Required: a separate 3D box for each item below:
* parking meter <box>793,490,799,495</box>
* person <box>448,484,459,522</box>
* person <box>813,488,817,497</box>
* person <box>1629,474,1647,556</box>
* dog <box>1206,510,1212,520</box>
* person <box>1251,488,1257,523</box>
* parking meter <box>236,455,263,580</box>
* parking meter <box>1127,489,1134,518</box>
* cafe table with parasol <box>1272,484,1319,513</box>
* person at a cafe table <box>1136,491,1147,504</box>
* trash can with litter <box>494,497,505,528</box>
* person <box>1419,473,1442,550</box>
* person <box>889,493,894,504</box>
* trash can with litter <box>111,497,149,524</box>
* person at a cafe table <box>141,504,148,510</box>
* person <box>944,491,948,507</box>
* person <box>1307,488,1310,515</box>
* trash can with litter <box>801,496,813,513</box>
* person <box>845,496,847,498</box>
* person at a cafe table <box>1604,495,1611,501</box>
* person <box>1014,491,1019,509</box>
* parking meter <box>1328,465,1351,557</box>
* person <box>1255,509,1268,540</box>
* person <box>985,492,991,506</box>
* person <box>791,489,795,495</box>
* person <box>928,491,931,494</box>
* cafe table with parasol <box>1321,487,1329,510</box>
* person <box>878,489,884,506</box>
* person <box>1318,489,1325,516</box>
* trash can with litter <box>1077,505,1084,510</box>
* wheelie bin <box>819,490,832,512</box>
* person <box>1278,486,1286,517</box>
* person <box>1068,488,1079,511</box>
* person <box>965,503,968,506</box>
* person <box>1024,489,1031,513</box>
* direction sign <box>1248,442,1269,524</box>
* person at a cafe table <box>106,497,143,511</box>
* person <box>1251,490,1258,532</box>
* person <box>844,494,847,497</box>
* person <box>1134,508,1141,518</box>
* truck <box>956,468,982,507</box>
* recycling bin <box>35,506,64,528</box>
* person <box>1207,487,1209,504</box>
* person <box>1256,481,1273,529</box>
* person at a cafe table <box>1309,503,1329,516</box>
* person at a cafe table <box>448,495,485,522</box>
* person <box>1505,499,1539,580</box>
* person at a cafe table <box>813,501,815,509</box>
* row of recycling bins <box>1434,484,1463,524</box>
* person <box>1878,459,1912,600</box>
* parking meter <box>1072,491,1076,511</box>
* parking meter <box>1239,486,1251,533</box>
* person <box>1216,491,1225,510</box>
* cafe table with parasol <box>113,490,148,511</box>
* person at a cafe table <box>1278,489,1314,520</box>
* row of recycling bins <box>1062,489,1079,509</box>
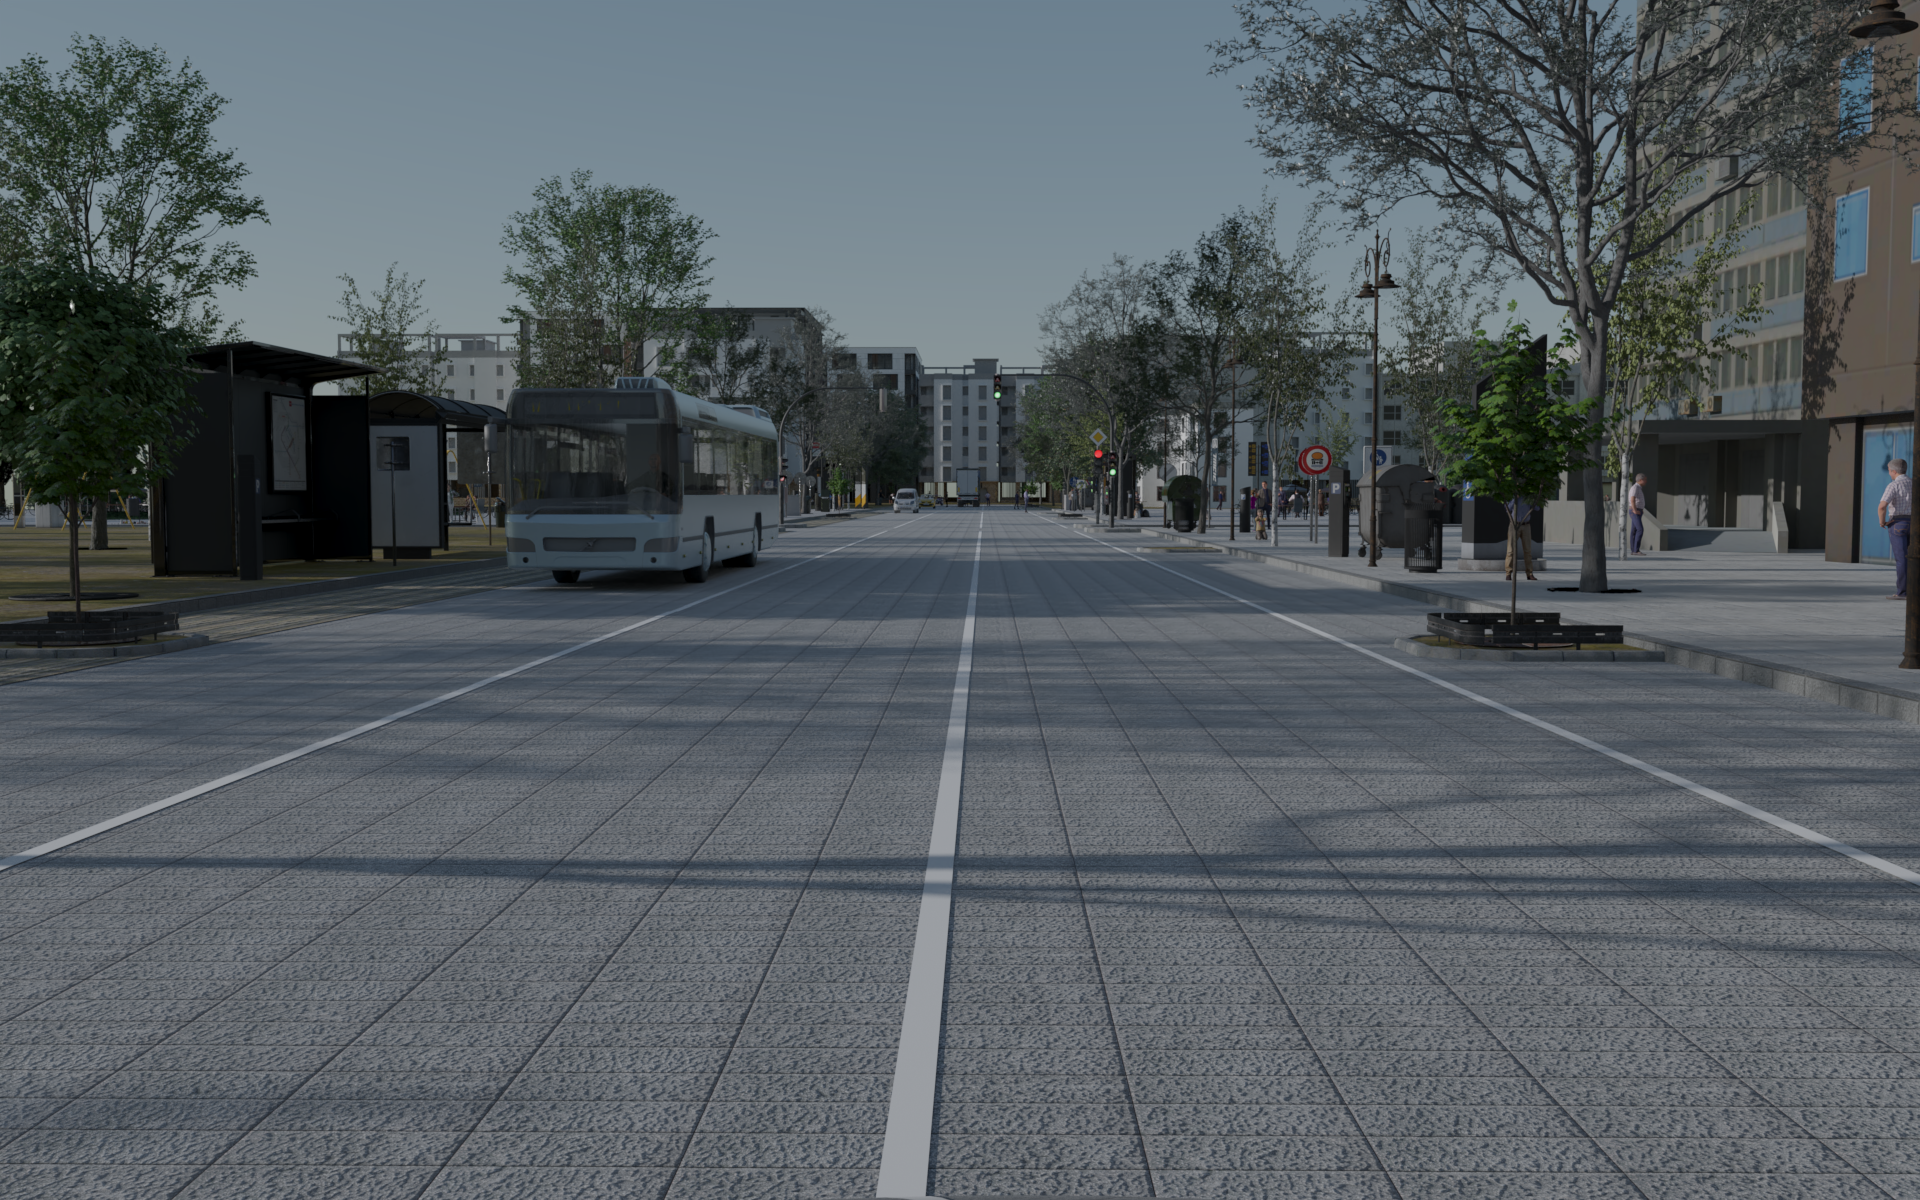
[{"bbox_3d":[-10.449,-6.224,110.170,0.372,1.533,0.369,0,3,0],"label":"parking meter"},{"bbox_3d":[-22.270,-4.201,75.452,0.841,1.734,0.376,0,4,8],"label":"person"},{"bbox_3d":[-13.889,-9.895,167.451,0.705,1.869,1.348,1,4,19],"label":"person"},{"bbox_3d":[14.260,-1.796,36.339,0.436,1.711,0.756,3,4,36],"label":"person"},{"bbox_3d":[12.258,-4.371,85.852,0.513,0.831,0.800,-2,4,-32],"label":"dog"},{"bbox_3d":[12.911,-4.132,75.821,0.429,1.552,0.499,2,4,24],"label":"person"},{"bbox_3d":[-10.601,-1.232,25.859,0.255,1.863,0.399,0,4,-7],"label":"parking meter"},{"bbox_3d":[8.970,-5.058,91.109,0.372,1.533,0.369,0,3,0],"label":"parking meter"},{"bbox_3d":[22.797,-6.990,119.149,2.610,1.966,2.610,2,4,35],"label":"cafe table with parasol"},{"bbox_3d":[13.420,-7.568,132.257,1.698,1.524,1.622,1,4,13],"label":"person at a cafe table"},{"bbox_3d":[-17.183,-3.332,65.873,1.055,1.170,0.624,-1,4,-15],"label":"trash can with litter"},{"bbox_3d":[10.743,-2.025,39.606,0.568,1.767,0.683,0,4,-2],"label":"person"},{"bbox_3d":[-8.767,-13.129,223.894,0.799,1.438,0.628,-1,4,-21],"label":"person"},{"bbox_3d":[-35.206,-3.884,74.559,2.233,1.210,1.678,-1,4,-15],"label":"trash can with litter"},{"bbox_3d":[-44.641,-5.377,96.428,1.622,1.524,1.698,0,4,8],"label":"person at a cafe table"},{"bbox_3d":[-1.509,-10.909,187.578,0.721,1.735,1.217,-1,4,-12],"label":"person"},{"bbox_3d":[21.085,-5.961,104.223,0.376,1.734,0.841,1,4,20],"label":"person"},{"bbox_3d":[-10.098,-6.262,113.777,0.624,1.170,1.055,1,4,17],"label":"trash can with litter"},{"bbox_3d":[-10.987,-9.286,157.870,1.348,1.824,0.705,0,4,-4],"label":"person"},{"bbox_3d":[49.468,-7.516,133.742,1.726,1.238,1.698,1,4,21],"label":"person at a cafe table"},{"bbox_3d":[5.355,-9.345,162.205,0.530,1.710,0.541,-1,4,-17],"label":"person"},{"bbox_3d":[7.728,-1.807,35.253,0.255,1.863,0.399,-3,5,-45],"label":"parking meter"},{"bbox_3d":[8.443,-2.112,48.502,0.347,0.859,0.695,0,4,3],"label":"person"},{"bbox_3d":[3.274,-11.897,203.955,0.756,1.711,0.436,0,3,0],"label":"person"},{"bbox_3d":[-14.957,-9.195,157.176,0.721,1.735,1.217,3,4,36],"label":"person"},{"bbox_3d":[-3.612,-11.851,202.288,1.348,1.821,0.705,2,4,24],"label":"person"},{"bbox_3d":[29.005,-7.946,134.790,2.610,1.966,2.610,0,4,2],"label":"cafe table with parasol"},{"bbox_3d":[-8.743,-11.336,191.403,0.705,1.822,1.348,2,4,28],"label":"person"},{"bbox_3d":[20.657,-5.553,99.096,0.482,1.546,0.388,3,5,43],"label":"person"},{"bbox_3d":[9.560,-7.796,138.856,1.055,1.170,0.624,0,4,7],"label":"trash can with litter"},{"bbox_3d":[-9.550,-7.032,122.887,0.980,1.594,0.693,0,4,5],"label":"wheelie bin"},{"bbox_3d":[17.580,-5.372,94.794,0.530,1.710,0.541,-3,5,-41],"label":"person"},{"bbox_3d":[8.737,-7.718,132.760,0.750,1.759,0.617,-2,4,-24],"label":"person"},{"bbox_3d":[0.757,-11.646,199.623,1.217,1.736,0.721,0,4,-3],"label":"person"},{"bbox_3d":[5.249,-7.655,133.530,0.599,1.838,0.709,0,4,-4],"label":"person"},{"bbox_3d":[12.919,-5.079,75.043,0.876,3.537,0.379,0,4,8],"label":"direction sign"},{"bbox_3d":[-45.077,-5.061,93.605,1.726,1.238,1.698,3,4,38],"label":"person at a cafe table"},{"bbox_3d":[9.875,-3.058,59.284,0.776,1.435,0.726,3,5,45],"label":"person"},{"bbox_3d":[-11.735,-10.150,172.826,1.217,1.723,0.721,3,4,36],"label":"person"},{"bbox_3d":[9.404,-4.613,91.942,0.381,0.543,0.357,-2,4,-24],"label":"person"},{"bbox_3d":[0.986,-12.497,193.232,2.839,4.237,11.283,0,4,2],"label":"truck"},{"bbox_3d":[-34.856,-3.289,66.326,0.722,1.027,0.722,1,4,13],"label":"recycling bin"},{"bbox_3d":[18.524,-7.590,130.274,0.598,1.807,0.434,-1,4,-23],"label":"person"},{"bbox_3d":[11.022,-3.432,62.693,0.617,1.759,0.750,1,4,17],"label":"person"},{"bbox_3d":[21.920,-5.625,102.822,1.698,1.238,1.726,3,5,45],"label":"person at a cafe table"},{"bbox_3d":[-23.761,-4.371,82.335,1.726,1.238,1.698,1,4,10],"label":"person at a cafe table"},{"bbox_3d":[8.344,-1.078,25.735,0.516,1.574,0.319,0,4,5],"label":"person"},{"bbox_3d":[-12.237,-8.429,146.333,1.622,1.524,1.698,1,4,17],"label":"person at a cafe table"},{"bbox_3d":[20.030,-4.079,73.808,3.534,1.692,1.069,-1,4,-15],"label":"row of recycling bins"},{"bbox_3d":[11.394,-0.858,21.007,0.756,1.711,0.436,0,4,-7],"label":"person"},{"bbox_3d":[8.674,-7.545,131.770,0.372,1.533,0.369,0,3,0],"label":"parking meter"},{"bbox_3d":[9.494,-3.012,57.650,0.372,1.533,0.369,0,3,0],"label":"parking meter"},{"bbox_3d":[20.588,-7.815,136.514,0.600,1.496,0.574,3,5,39],"label":"person"},{"bbox_3d":[-55.138,-6.742,115.098,2.610,1.966,2.610,0,4,5],"label":"cafe table with parasol"},{"bbox_3d":[16.654,-4.727,85.803,1.698,1.524,1.622,0,4,2],"label":"person at a cafe table"},{"bbox_3d":[9.581,-8.580,147.398,1.069,1.692,3.534,2,4,25],"label":"row of recycling bins"}]
